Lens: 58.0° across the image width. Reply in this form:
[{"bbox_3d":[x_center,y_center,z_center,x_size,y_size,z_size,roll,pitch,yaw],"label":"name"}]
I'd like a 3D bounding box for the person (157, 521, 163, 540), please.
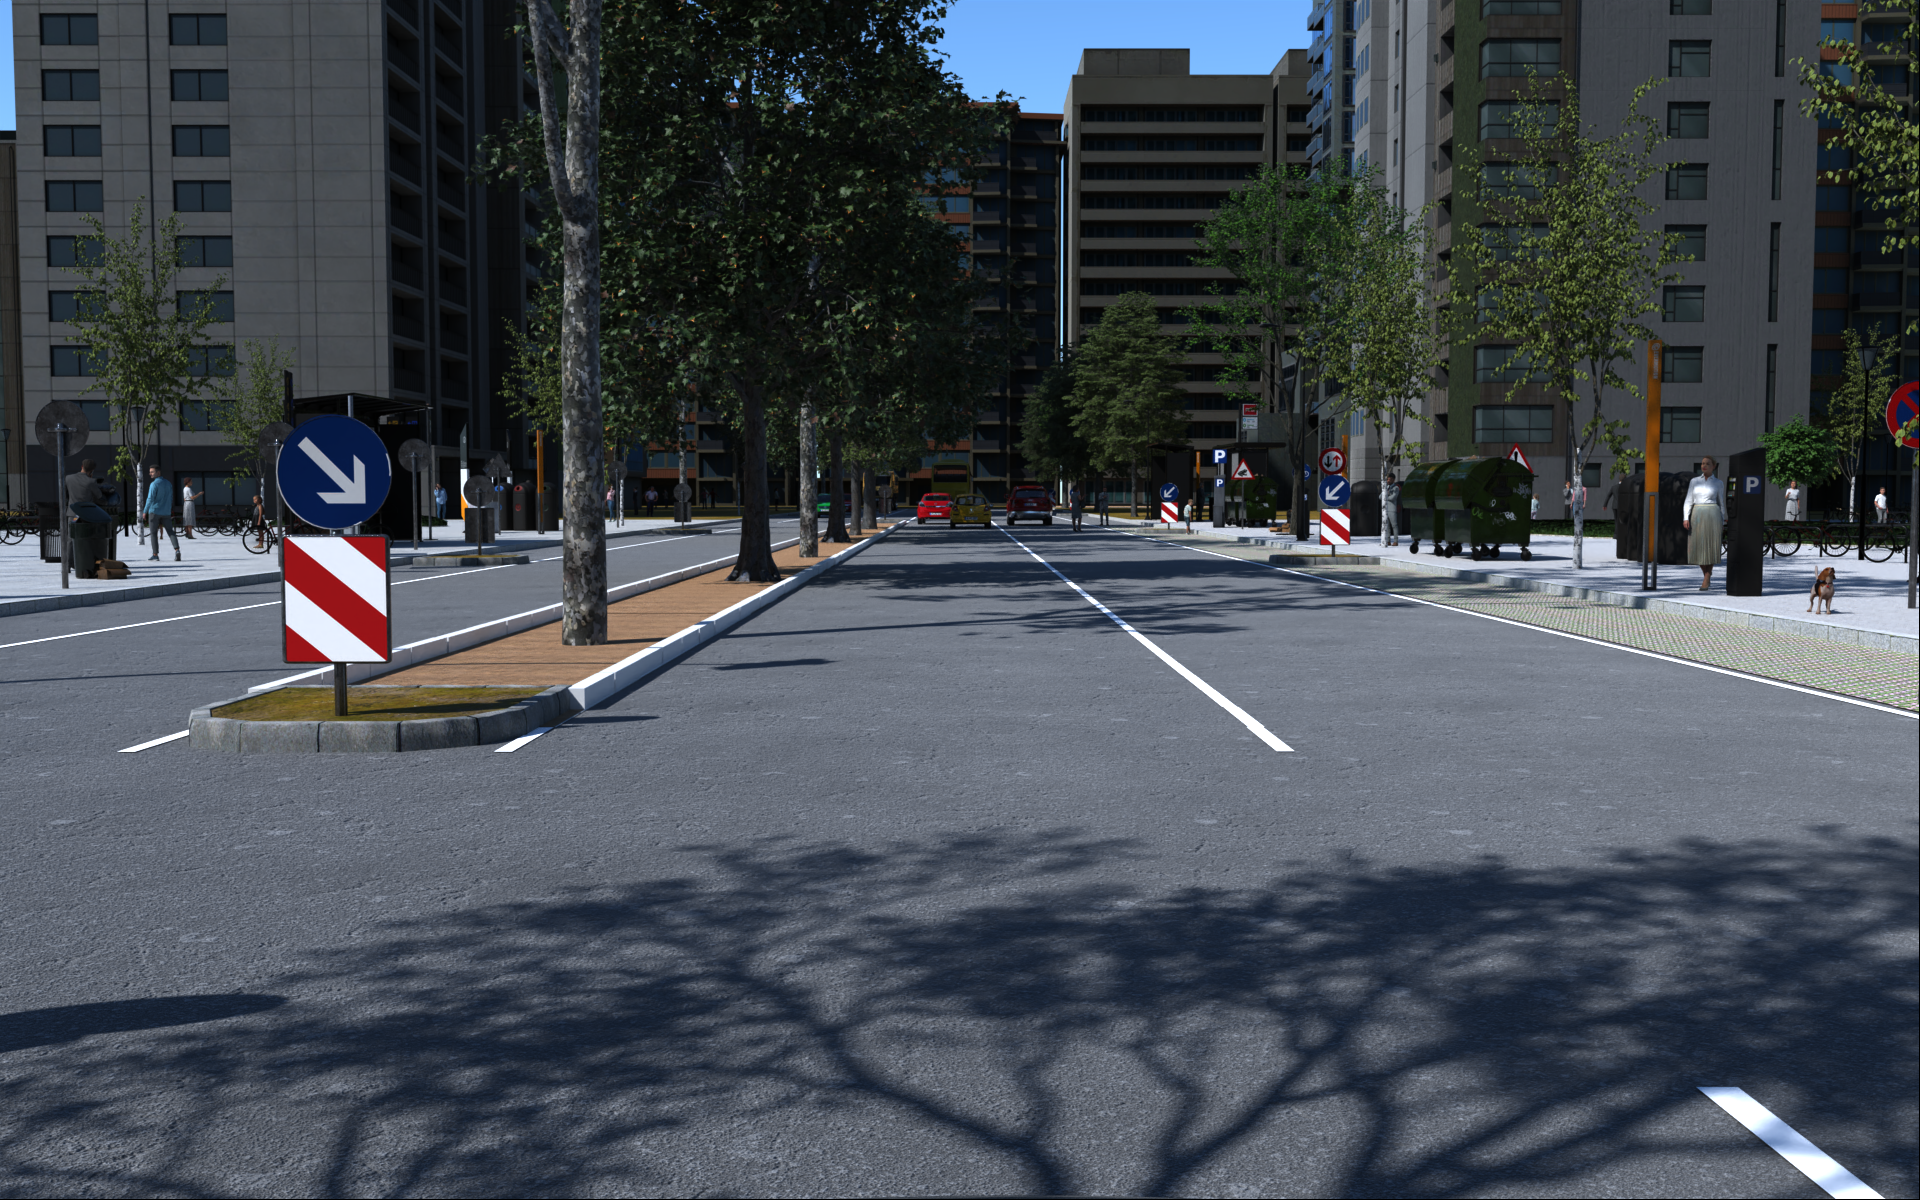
[{"bbox_3d":[-22.624,-2.329,48.793,0.362,1.253,0.373,-3,5,-40],"label":"person"}]

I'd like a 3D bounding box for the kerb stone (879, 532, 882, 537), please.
[{"bbox_3d":[-2.634,-2.004,54.960,0.120,0.150,1.000,0,3,0],"label":"kerb stone"}]

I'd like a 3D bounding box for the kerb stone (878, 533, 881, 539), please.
[{"bbox_3d":[-2.631,-1.941,53.934,0.120,0.150,1.000,0,3,0],"label":"kerb stone"}]

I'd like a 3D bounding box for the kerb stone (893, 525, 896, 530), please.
[{"bbox_3d":[-2.653,-2.756,67.250,0.120,0.150,1.000,0,3,0],"label":"kerb stone"}]

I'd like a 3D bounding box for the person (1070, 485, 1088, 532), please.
[{"bbox_3d":[4.539,-3.478,65.724,0.532,1.782,0.716,-3,4,-38],"label":"person"}]

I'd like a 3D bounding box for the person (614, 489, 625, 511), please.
[{"bbox_3d":[-25.715,-7.580,130.709,1.217,1.736,0.721,3,4,37],"label":"person"}]

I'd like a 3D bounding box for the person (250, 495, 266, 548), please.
[{"bbox_3d":[-16.603,-1.850,40.955,0.373,1.253,0.362,-2,4,-35],"label":"person"}]

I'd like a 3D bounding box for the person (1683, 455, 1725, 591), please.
[{"bbox_3d":[10.003,-1.037,23.226,0.478,1.798,0.641,3,5,41],"label":"person"}]

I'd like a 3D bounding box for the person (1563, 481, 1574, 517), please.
[{"bbox_3d":[23.734,-3.735,67.295,0.592,1.802,0.473,0,4,7],"label":"person"}]

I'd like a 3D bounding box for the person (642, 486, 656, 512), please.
[{"bbox_3d":[-21.951,-7.109,122.276,0.705,1.824,1.348,3,5,45],"label":"person"}]

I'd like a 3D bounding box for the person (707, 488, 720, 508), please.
[{"bbox_3d":[-22.013,-9.078,154.436,1.348,1.831,0.705,2,4,27],"label":"person"}]

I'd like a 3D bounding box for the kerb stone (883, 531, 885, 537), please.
[{"bbox_3d":[-2.638,-2.124,57.007,0.120,0.150,1.000,0,3,0],"label":"kerb stone"}]

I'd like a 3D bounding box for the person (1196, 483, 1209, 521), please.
[{"bbox_3d":[11.354,-4.580,81.104,0.590,1.801,0.661,-1,4,-17],"label":"person"}]

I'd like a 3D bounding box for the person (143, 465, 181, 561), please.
[{"bbox_3d":[-15.245,-1.660,33.048,0.748,1.841,0.638,2,4,33],"label":"person"}]

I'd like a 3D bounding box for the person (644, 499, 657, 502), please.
[{"bbox_3d":[-22.341,-7.060,124.741,1.065,1.426,0.557,-3,5,-39],"label":"person"}]

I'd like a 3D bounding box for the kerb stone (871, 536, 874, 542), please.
[{"bbox_3d":[-2.622,-1.687,49.837,0.120,0.150,1.000,0,3,0],"label":"kerb stone"}]

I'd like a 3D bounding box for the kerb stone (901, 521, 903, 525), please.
[{"bbox_3d":[-2.673,-3.256,75.440,0.120,0.150,1.000,0,3,0],"label":"kerb stone"}]

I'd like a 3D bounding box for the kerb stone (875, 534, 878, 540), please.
[{"bbox_3d":[-2.629,-1.816,51.883,0.120,0.150,1.000,0,3,0],"label":"kerb stone"}]

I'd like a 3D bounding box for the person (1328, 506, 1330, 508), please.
[{"bbox_3d":[13.961,-3.595,65.236,0.534,1.772,0.576,-1,4,-23],"label":"person"}]

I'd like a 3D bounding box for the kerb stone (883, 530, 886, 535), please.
[{"bbox_3d":[-2.639,-2.191,58.029,0.120,0.150,1.000,0,3,0],"label":"kerb stone"}]

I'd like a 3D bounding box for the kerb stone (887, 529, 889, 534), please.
[{"bbox_3d":[-2.638,-2.317,60.074,0.120,0.150,1.000,0,3,0],"label":"kerb stone"}]

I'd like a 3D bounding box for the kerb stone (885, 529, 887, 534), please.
[{"bbox_3d":[-2.639,-2.254,59.052,0.120,0.150,1.000,0,3,0],"label":"kerb stone"}]

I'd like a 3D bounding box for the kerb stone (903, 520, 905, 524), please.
[{"bbox_3d":[-2.685,-3.443,78.526,0.120,0.150,1.000,0,3,0],"label":"kerb stone"}]

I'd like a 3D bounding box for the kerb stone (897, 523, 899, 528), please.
[{"bbox_3d":[-2.661,-2.944,70.323,0.120,0.150,1.000,0,3,0],"label":"kerb stone"}]

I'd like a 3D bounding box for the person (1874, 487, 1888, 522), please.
[{"bbox_3d":[30.870,-3.016,57.951,0.523,1.515,0.503,3,5,44],"label":"person"}]

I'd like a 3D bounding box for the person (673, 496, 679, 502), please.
[{"bbox_3d":[-16.698,-5.790,102.175,0.415,1.643,0.593,-2,4,-29],"label":"person"}]

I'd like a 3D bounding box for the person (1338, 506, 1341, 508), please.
[{"bbox_3d":[17.287,-4.501,78.995,0.474,1.900,0.648,3,5,39],"label":"person"}]

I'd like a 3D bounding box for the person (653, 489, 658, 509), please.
[{"bbox_3d":[-26.836,-8.891,152.351,0.436,1.711,0.756,1,4,21],"label":"person"}]

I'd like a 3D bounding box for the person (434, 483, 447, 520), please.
[{"bbox_3d":[-23.803,-4.473,79.444,0.793,1.790,0.793,1,4,16],"label":"person"}]

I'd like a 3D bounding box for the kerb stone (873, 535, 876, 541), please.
[{"bbox_3d":[-2.627,-1.753,50.861,0.120,0.150,1.000,0,3,0],"label":"kerb stone"}]

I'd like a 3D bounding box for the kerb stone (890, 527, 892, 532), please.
[{"bbox_3d":[-2.650,-2.503,63.151,0.120,0.150,1.000,0,3,0],"label":"kerb stone"}]

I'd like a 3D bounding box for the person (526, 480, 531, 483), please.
[{"bbox_3d":[-16.488,-3.674,66.208,0.635,1.810,0.391,1,4,21],"label":"person"}]

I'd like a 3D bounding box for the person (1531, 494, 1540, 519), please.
[{"bbox_3d":[20.530,-3.165,62.066,0.425,1.301,0.394,-1,4,-23],"label":"person"}]

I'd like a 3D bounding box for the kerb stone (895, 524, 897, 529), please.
[{"bbox_3d":[-2.663,-2.818,68.272,0.120,0.150,1.000,0,3,0],"label":"kerb stone"}]

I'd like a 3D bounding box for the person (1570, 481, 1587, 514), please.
[{"bbox_3d":[21.559,-3.324,60.400,0.555,1.821,0.388,2,4,32],"label":"person"}]

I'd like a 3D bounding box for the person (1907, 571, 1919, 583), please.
[{"bbox_3d":[14.088,-1.155,24.839,0.836,1.842,0.656,3,4,37],"label":"person"}]

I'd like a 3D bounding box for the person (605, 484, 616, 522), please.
[{"bbox_3d":[-15.971,-4.451,79.414,0.643,1.750,0.593,-3,5,-43],"label":"person"}]

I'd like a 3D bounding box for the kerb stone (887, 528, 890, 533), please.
[{"bbox_3d":[-2.647,-2.379,61.098,0.120,0.150,1.000,0,3,0],"label":"kerb stone"}]

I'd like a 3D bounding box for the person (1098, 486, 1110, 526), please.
[{"bbox_3d":[6.557,-4.292,78.861,0.511,1.800,0.466,0,4,2],"label":"person"}]

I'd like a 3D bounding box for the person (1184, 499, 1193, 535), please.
[{"bbox_3d":[8.018,-2.912,60.790,0.352,1.250,0.332,1,4,13],"label":"person"}]

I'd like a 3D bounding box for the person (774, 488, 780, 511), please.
[{"bbox_3d":[-13.623,-7.501,129.473,0.721,1.735,1.217,-1,4,-17],"label":"person"}]

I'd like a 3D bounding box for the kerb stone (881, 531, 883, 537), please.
[{"bbox_3d":[-2.639,-2.067,55.985,0.120,0.150,1.000,0,3,0],"label":"kerb stone"}]

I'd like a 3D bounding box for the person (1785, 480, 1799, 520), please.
[{"bbox_3d":[28.682,-3.244,59.648,0.480,1.755,0.524,0,4,6],"label":"person"}]

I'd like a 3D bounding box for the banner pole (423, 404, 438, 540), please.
[{"bbox_3d":[-14.751,-3.560,48.230,0.401,3.779,0.863,-1,4,-10],"label":"banner pole"}]

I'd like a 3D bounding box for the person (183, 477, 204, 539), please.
[{"bbox_3d":[-21.860,-2.613,49.336,0.480,1.755,0.524,3,5,44],"label":"person"}]

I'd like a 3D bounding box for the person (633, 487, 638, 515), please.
[{"bbox_3d":[-19.885,-6.047,105.706,0.445,1.727,0.742,-3,4,-37],"label":"person"}]

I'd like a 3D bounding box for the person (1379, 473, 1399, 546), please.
[{"bbox_3d":[10.586,-2.237,42.800,0.466,1.800,0.511,-3,5,-44],"label":"person"}]

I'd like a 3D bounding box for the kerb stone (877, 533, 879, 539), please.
[{"bbox_3d":[-2.629,-1.879,52.912,0.120,0.150,1.000,0,3,0],"label":"kerb stone"}]

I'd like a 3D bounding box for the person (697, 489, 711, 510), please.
[{"bbox_3d":[-21.110,-8.336,143.054,1.217,1.743,0.721,-1,4,-17],"label":"person"}]

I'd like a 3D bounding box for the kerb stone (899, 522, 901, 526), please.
[{"bbox_3d":[-2.675,-3.131,73.393,0.120,0.150,1.000,0,3,0],"label":"kerb stone"}]

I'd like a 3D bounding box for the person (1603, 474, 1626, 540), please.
[{"bbox_3d":[18.561,-2.623,48.708,0.755,1.850,0.659,-3,5,-39],"label":"person"}]

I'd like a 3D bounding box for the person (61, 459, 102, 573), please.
[{"bbox_3d":[-14.284,-1.363,28.140,0.655,1.846,0.447,-1,4,-11],"label":"person"}]

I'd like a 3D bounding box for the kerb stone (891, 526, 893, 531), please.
[{"bbox_3d":[-2.657,-2.568,64.180,0.120,0.150,1.000,0,3,0],"label":"kerb stone"}]

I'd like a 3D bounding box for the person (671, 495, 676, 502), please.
[{"bbox_3d":[-20.420,-7.211,124.728,0.721,1.735,1.217,-3,5,-43],"label":"person"}]
